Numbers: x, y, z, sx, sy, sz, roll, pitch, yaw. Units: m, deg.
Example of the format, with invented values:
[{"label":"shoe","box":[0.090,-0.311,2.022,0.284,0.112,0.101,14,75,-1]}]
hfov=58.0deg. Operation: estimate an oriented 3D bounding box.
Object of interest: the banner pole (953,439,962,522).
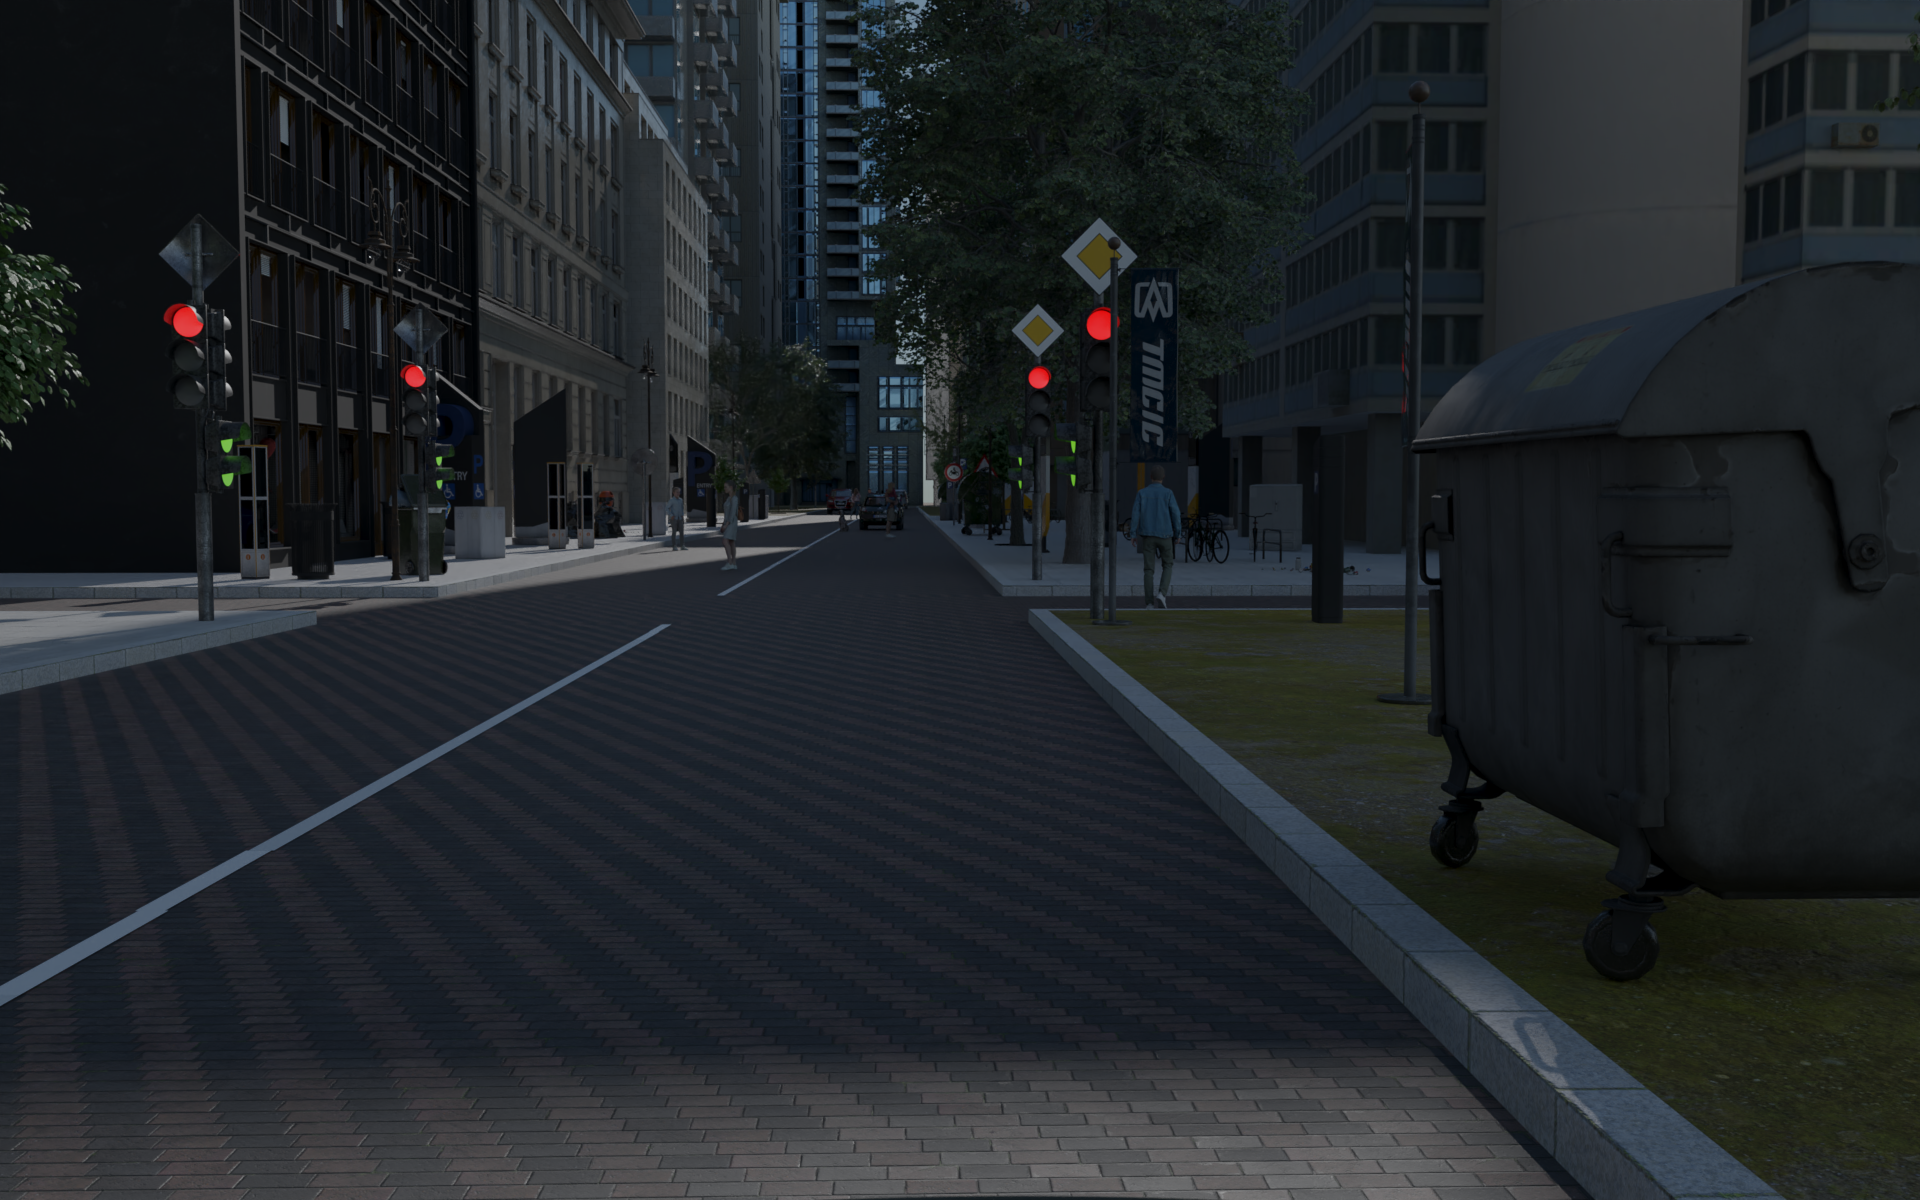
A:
[{"label":"banner pole","box":[-0.183,-5.461,79.304,0.401,3.779,0.863,-1,4,-23]}]

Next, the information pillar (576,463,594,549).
[{"label":"information pillar","box":[-8.802,-2.215,40.708,0.304,2.012,0.304,-2,4,-34]}]

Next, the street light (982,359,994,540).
[{"label":"street light","box":[0.842,-4.612,48.202,0.468,5.910,1.993,0,4,-2]}]

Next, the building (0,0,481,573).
[{"label":"building","box":[-17.987,-12.567,35.144,12.332,23.373,15.834,0,4,-2]}]

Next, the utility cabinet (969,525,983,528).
[{"label":"utility cabinet","box":[0.611,-3.318,65.416,0.306,1.237,1.020,-1,4,-18]}]

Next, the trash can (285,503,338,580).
[{"label":"trash can","box":[-9.757,-0.883,26.098,0.748,1.137,0.748,0,3,0]}]

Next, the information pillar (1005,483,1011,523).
[{"label":"information pillar","box":[2.108,-5.301,78.027,0.504,3.616,0.183,0,4,-3]}]

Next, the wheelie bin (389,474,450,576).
[{"label":"wheelie bin","box":[-8.618,-1.200,27.531,0.693,1.594,0.980,3,5,42]}]

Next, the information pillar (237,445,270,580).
[{"label":"information pillar","box":[-10.634,-1.321,26.085,0.304,2.012,0.304,1,4,19]}]

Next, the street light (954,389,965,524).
[{"label":"street light","box":[-0.016,-6.221,74.501,0.468,5.910,1.993,0,4,-2]}]

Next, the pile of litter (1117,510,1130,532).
[{"label":"pile of litter","box":[5.510,-2.787,59.538,1.176,0.858,1.719,2,4,24]}]

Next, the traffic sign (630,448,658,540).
[{"label":"traffic sign","box":[-8.756,-2.930,48.011,0.768,2.556,0.104,0,4,1]}]

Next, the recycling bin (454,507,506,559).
[{"label":"recycling bin","box":[-9.555,-1.341,34.481,0.722,1.027,0.722,2,4,25]}]

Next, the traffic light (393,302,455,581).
[{"label":"traffic light","box":[-7.876,-2.231,25.394,0.839,4.253,0.868,0,4,-2]}]

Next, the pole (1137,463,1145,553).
[{"label":"pole","box":[3.906,-2.663,37.379,0.158,3.312,0.155,0,3,0]}]

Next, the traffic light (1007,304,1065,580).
[{"label":"traffic light","box":[1.129,-2.250,25.708,0.839,4.253,0.868,0,4,-2]}]

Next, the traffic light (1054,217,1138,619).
[{"label":"traffic light","box":[1.394,-1.762,17.727,0.839,4.253,0.868,0,4,-2]}]

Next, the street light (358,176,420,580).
[{"label":"street light","box":[-8.399,-3.231,25.621,0.468,5.910,1.993,0,4,-2]}]

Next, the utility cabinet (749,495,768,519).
[{"label":"utility cabinet","box":[-10.445,-4.802,89.673,1.020,1.237,0.306,0,4,-3]}]

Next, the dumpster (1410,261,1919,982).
[{"label":"dumpster","box":[2.229,0.033,5.217,1.264,1.857,1.865,0,4,-2]}]

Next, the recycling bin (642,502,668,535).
[{"label":"recycling bin","box":[-9.519,-2.541,54.100,0.722,1.027,0.722,0,4,-4]}]

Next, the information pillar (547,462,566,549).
[{"label":"information pillar","box":[-9.376,-2.188,40.265,0.304,2.012,0.304,1,4,18]}]

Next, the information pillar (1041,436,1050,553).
[{"label":"information pillar","box":[1.850,-2.837,37.735,0.183,3.616,0.504,-1,4,-12]}]

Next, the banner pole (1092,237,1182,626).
[{"label":"banner pole","box":[1.731,-1.647,16.944,0.863,3.779,0.401,0,4,2]}]

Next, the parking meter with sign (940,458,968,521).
[{"label":"parking meter with sign","box":[-0.333,-5.356,83.836,0.543,3.016,1.738,2,4,34]}]

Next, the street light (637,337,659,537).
[{"label":"street light","box":[-9.190,-4.799,51.245,0.468,5.910,1.993,0,4,-2]}]

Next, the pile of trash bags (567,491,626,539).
[{"label":"pile of trash bags","box":[-10.801,-2.539,51.260,1.912,1.369,3.447,0,4,1]}]

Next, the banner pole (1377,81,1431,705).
[{"label":"banner pole","box":[2.816,-1.273,10.838,0.401,3.779,0.863,0,4,8]}]

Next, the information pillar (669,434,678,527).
[{"label":"information pillar","box":[-11.116,-4.643,67.274,0.183,3.616,0.504,-3,5,-44]}]

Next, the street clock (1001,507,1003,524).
[{"label":"street clock","box":[1.728,-4.214,73.462,0.358,2.002,0.471,0,4,-7]}]

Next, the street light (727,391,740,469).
[{"label":"street light","box":[-10.021,-6.351,76.622,0.468,5.910,1.993,0,4,-2]}]

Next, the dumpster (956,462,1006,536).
[{"label":"dumpster","box":[0.663,-3.165,54.249,1.502,2.255,1.985,0,4,-2]}]

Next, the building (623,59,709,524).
[{"label":"building","box":[-18.173,-13.941,82.689,10.420,20.320,16.860,0,4,-2]}]

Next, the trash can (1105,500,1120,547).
[{"label":"trash can","box":[3.485,-1.844,41.797,0.748,1.137,0.748,0,3,0]}]

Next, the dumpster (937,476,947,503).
[{"label":"dumpster","box":[-0.366,-5.171,87.034,1.502,2.255,1.985,0,4,-2]}]

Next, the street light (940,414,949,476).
[{"label":"street light","box":[-0.906,-7.810,100.477,0.468,5.910,1.993,0,4,-2]}]

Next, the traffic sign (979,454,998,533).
[{"label":"traffic sign","box":[0.795,-3.461,56.586,0.884,2.594,0.081,0,4,-1]}]

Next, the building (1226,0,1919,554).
[{"label":"building","box":[19.834,-21.408,41.898,23.993,40.220,32.217,0,4,-2]}]

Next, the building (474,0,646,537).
[{"label":"building","box":[-20.850,-13.778,58.550,16.112,22.955,30.059,0,4,-2]}]

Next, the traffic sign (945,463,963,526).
[{"label":"traffic sign","box":[-0.247,-4.311,70.594,0.768,2.556,0.104,0,4,-1]}]

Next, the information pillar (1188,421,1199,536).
[{"label":"information pillar","box":[6.961,-3.694,51.749,0.183,3.616,0.504,-1,4,-23]}]

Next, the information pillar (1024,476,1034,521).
[{"label":"information pillar","box":[3.293,-5.583,82.632,0.504,3.616,0.183,-1,4,-8]}]

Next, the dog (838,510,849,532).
[{"label":"dog","box":[-4.531,-3.040,66.539,0.513,0.831,0.800,1,4,11]}]

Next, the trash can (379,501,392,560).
[{"label":"trash can","box":[-11.033,-1.370,34.060,0.748,1.137,0.748,0,3,0]}]

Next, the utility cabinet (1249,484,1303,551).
[{"label":"utility cabinet","box":[7.106,-1.856,39.028,1.173,1.500,0.318,3,4,37]}]

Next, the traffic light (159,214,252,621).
[{"label":"traffic light","box":[-7.611,-1.743,17.413,0.839,4.253,0.868,0,4,-2]}]

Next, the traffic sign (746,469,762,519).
[{"label":"traffic sign","box":[-10.669,-5.465,89.356,0.884,2.594,0.081,0,4,6]}]
